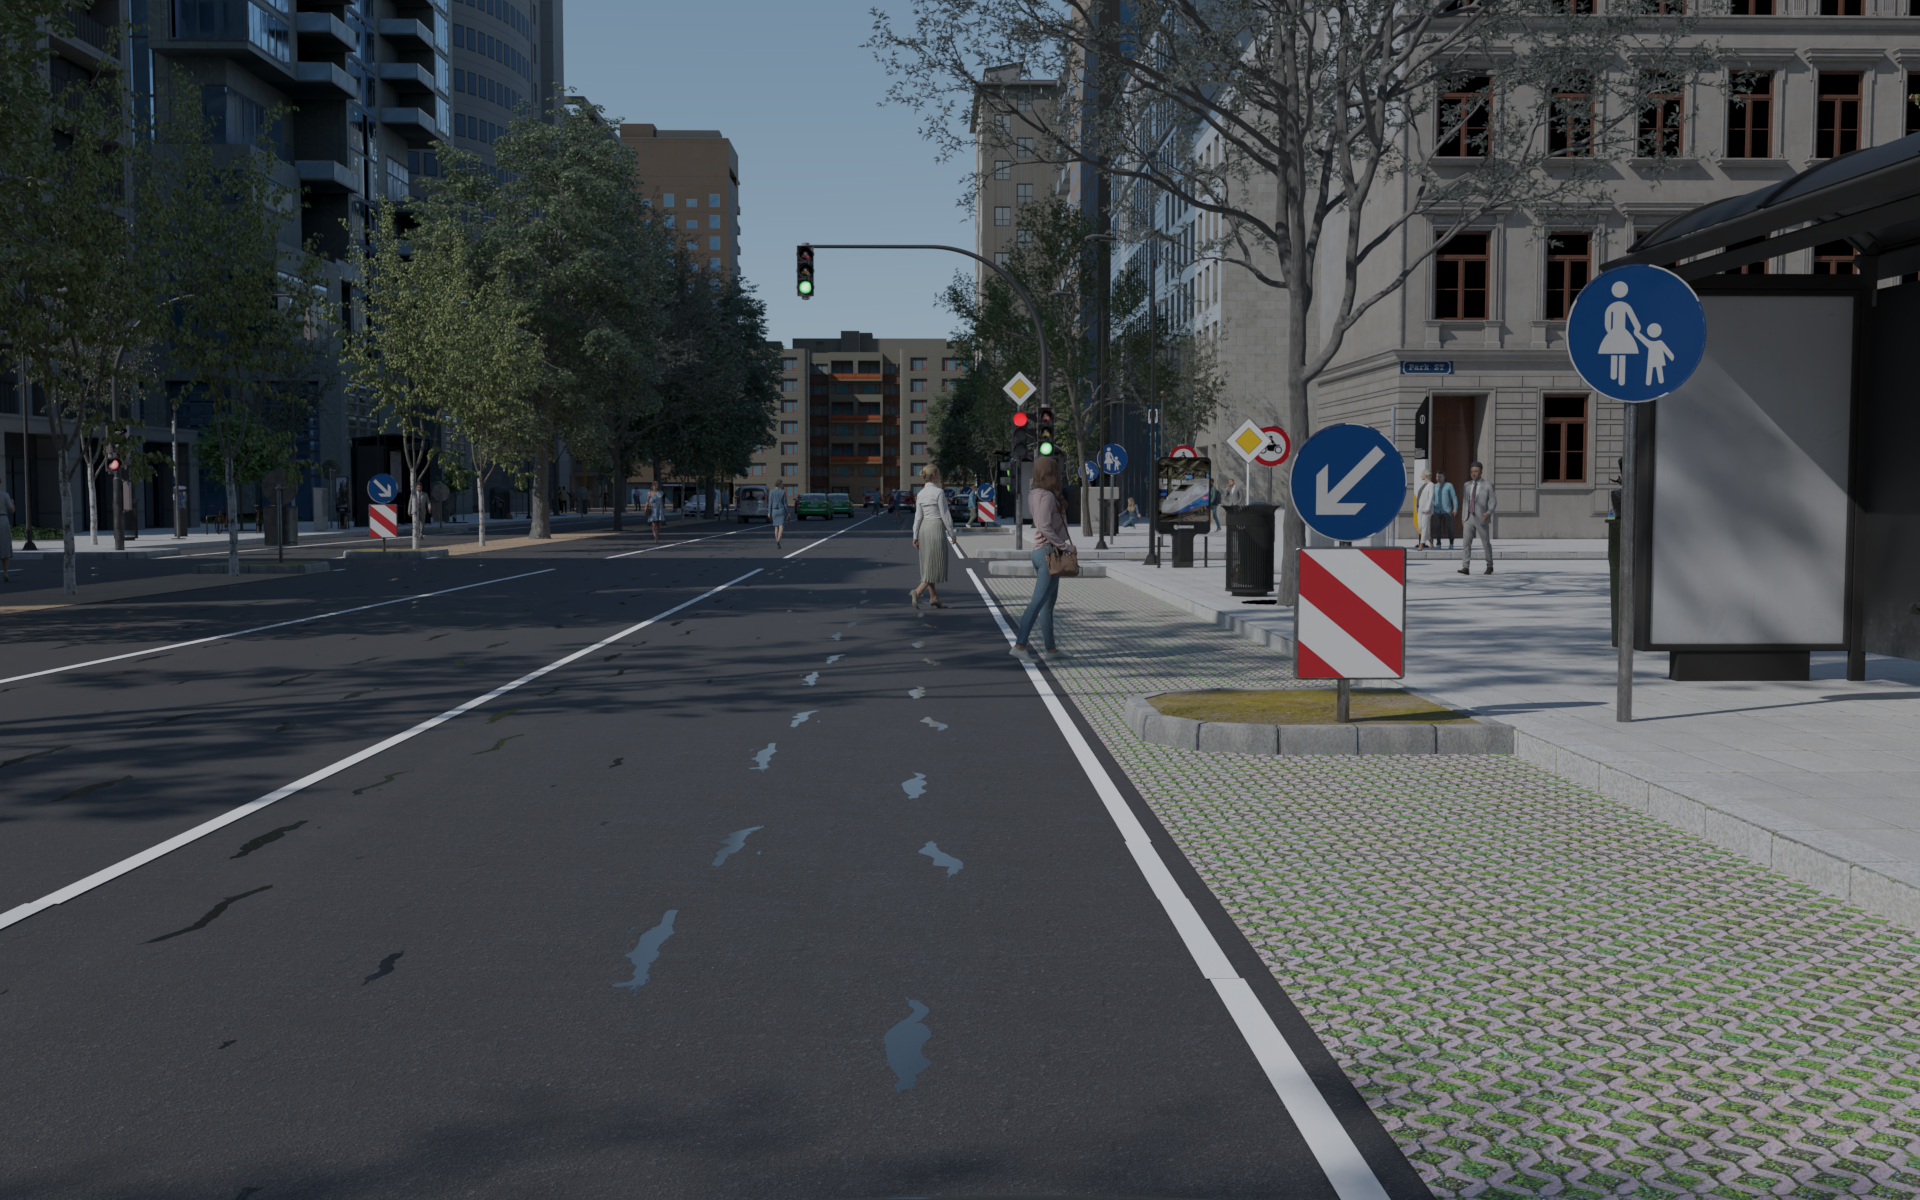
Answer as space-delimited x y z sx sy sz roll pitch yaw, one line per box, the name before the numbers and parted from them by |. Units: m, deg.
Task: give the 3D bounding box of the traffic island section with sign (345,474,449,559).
traffic island section with sign | -12.869 -1.902 39.236 2.006 1.907 1.989 0 4 -1

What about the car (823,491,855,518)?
car | -7.372 -5.895 105.171 1.959 1.807 4.718 0 4 -1

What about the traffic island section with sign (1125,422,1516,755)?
traffic island section with sign | 2.034 -0.108 10.395 1.989 1.847 2.006 0 4 -1

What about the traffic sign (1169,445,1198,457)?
traffic sign | 5.752 -2.726 44.682 0.768 2.556 0.104 0 3 0

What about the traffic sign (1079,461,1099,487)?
traffic sign | 4.963 -4.083 66.859 0.768 2.556 0.104 0 4 4

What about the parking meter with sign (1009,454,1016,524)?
parking meter with sign | 2.679 -4.768 74.218 0.543 3.016 1.738 -1 4 -22

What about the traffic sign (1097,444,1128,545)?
traffic sign | 3.854 -2.678 43.898 0.768 2.556 0.104 0 4 0

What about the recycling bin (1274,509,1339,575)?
recycling bin | 5.500 -0.925 27.679 0.722 1.027 0.722 -3 5 -43

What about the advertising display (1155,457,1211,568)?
advertising display | 3.871 -1.520 30.062 0.974 1.923 0.123 -1 4 -10

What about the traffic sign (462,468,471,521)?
traffic sign | -23.876 -5.084 83.233 0.768 2.556 0.104 0 4 4

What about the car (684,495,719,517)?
car | -16.649 -6.080 111.774 2.083 1.381 4.827 0 4 -1

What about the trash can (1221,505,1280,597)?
trash can | 3.647 -0.619 21.775 0.748 1.137 0.748 0 3 0

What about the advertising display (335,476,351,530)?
advertising display | -22.433 -3.533 62.973 0.123 1.923 0.974 -3 5 -44

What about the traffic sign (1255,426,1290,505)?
traffic sign | 5.779 -1.968 32.289 0.768 2.556 0.104 0 4 6

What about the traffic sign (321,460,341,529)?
traffic sign | -23.386 -3.930 64.364 0.768 2.556 0.104 0 4 5

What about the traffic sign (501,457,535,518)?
traffic sign | -23.849 -6.140 94.260 2.265 3.308 0.079 0 4 3

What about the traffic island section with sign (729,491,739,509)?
traffic island section with sign | -21.654 -9.812 169.052 1.989 1.847 2.006 0 4 -1

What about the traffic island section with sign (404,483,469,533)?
traffic island section with sign | -19.364 -3.403 64.262 1.989 1.847 2.006 0 4 -1

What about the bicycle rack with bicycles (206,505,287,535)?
bicycle rack with bicycles | -22.903 -2.585 55.649 2.852 0.926 2.925 -1 4 -11

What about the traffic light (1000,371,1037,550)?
traffic light | 1.347 -3.110 39.771 0.839 4.253 0.868 0 4 -1

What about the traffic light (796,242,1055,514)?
traffic light | -0.568 -3.482 31.601 4.771 5.953 1.251 0 4 -1

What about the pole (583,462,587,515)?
pole | -23.504 -7.014 108.525 0.158 3.312 0.155 0 3 0

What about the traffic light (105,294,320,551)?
traffic light | -17.020 -3.959 39.390 4.771 5.953 1.251 0 4 -1

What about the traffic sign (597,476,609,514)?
traffic sign | -22.430 -6.650 108.837 0.768 2.556 0.104 1 4 8

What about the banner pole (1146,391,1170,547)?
banner pole | 4.798 -3.196 42.271 0.401 3.779 0.863 -2 4 -30

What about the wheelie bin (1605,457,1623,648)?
wheelie bin | 5.815 -0.398 14.413 0.980 1.594 0.693 3 5 42

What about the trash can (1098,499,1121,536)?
trash can | 4.573 -2.534 53.090 0.748 1.137 0.748 0 3 0

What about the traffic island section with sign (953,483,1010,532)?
traffic island section with sign | 0.848 -3.454 65.099 1.989 1.847 2.006 0 4 -1

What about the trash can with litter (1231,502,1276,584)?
trash can with litter | 4.108 -0.818 24.763 0.624 1.170 1.055 -1 4 -9

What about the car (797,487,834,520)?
car | -7.966 -5.306 95.555 1.959 1.807 4.718 0 3 0

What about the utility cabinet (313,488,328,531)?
utility cabinet | -22.130 -3.139 59.995 0.318 1.500 1.173 -1 4 -11

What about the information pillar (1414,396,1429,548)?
information pillar | 11.080 -3.072 41.581 0.183 3.616 0.504 -1 4 -17

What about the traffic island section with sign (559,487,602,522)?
traffic island section with sign | -19.955 -5.051 91.211 1.989 1.847 2.006 0 4 -1

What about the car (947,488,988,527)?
car | 0.335 -4.074 76.404 2.009 1.686 4.222 0 4 -1

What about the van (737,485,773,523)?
van | -10.087 -4.843 86.199 2.013 2.044 4.112 0 4 -1

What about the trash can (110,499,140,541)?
trash can | -22.963 -2.202 47.663 0.748 1.137 0.748 0 3 0

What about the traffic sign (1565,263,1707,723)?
traffic sign | 3.742 -0.586 9.681 0.768 2.556 0.104 0 4 3

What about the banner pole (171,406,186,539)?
banner pole | -22.365 -3.630 49.364 0.401 3.779 0.863 -2 4 -33

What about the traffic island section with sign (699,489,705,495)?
traffic island section with sign | -21.056 -8.131 141.568 1.989 1.847 2.006 0 4 -1

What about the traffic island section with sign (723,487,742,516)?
traffic island section with sign | -14.521 -6.497 114.356 2.006 1.907 1.989 0 4 -1

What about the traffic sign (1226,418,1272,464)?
traffic sign | 5.011 -1.851 29.995 0.795 2.593 0.064 0 4 2

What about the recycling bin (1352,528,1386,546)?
recycling bin | 7.154 -1.125 30.955 0.722 1.027 0.722 2 4 35

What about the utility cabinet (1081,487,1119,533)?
utility cabinet | 4.499 -2.875 55.684 1.173 1.500 0.318 0 4 -4

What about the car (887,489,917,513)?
car | -4.417 -7.535 131.865 2.281 1.827 5.304 0 4 0

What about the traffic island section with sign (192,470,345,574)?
traffic island section with sign | -12.717 -1.449 31.830 2.006 1.907 1.989 0 4 -1

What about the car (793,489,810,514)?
car | -11.360 -7.327 128.834 2.155 1.783 4.494 0 4 -3

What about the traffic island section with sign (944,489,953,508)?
traffic island section with sign | 0.254 -5.102 92.048 1.989 1.847 2.006 0 4 -1

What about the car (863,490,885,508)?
car | -8.911 -10.386 178.488 2.281 1.827 5.304 0 4 -1

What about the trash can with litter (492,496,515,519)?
trash can with litter | -23.057 -4.654 87.474 1.055 1.170 0.624 -2 4 -26

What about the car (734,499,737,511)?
car | -18.050 -8.252 147.275 2.083 1.381 4.827 0 4 0
